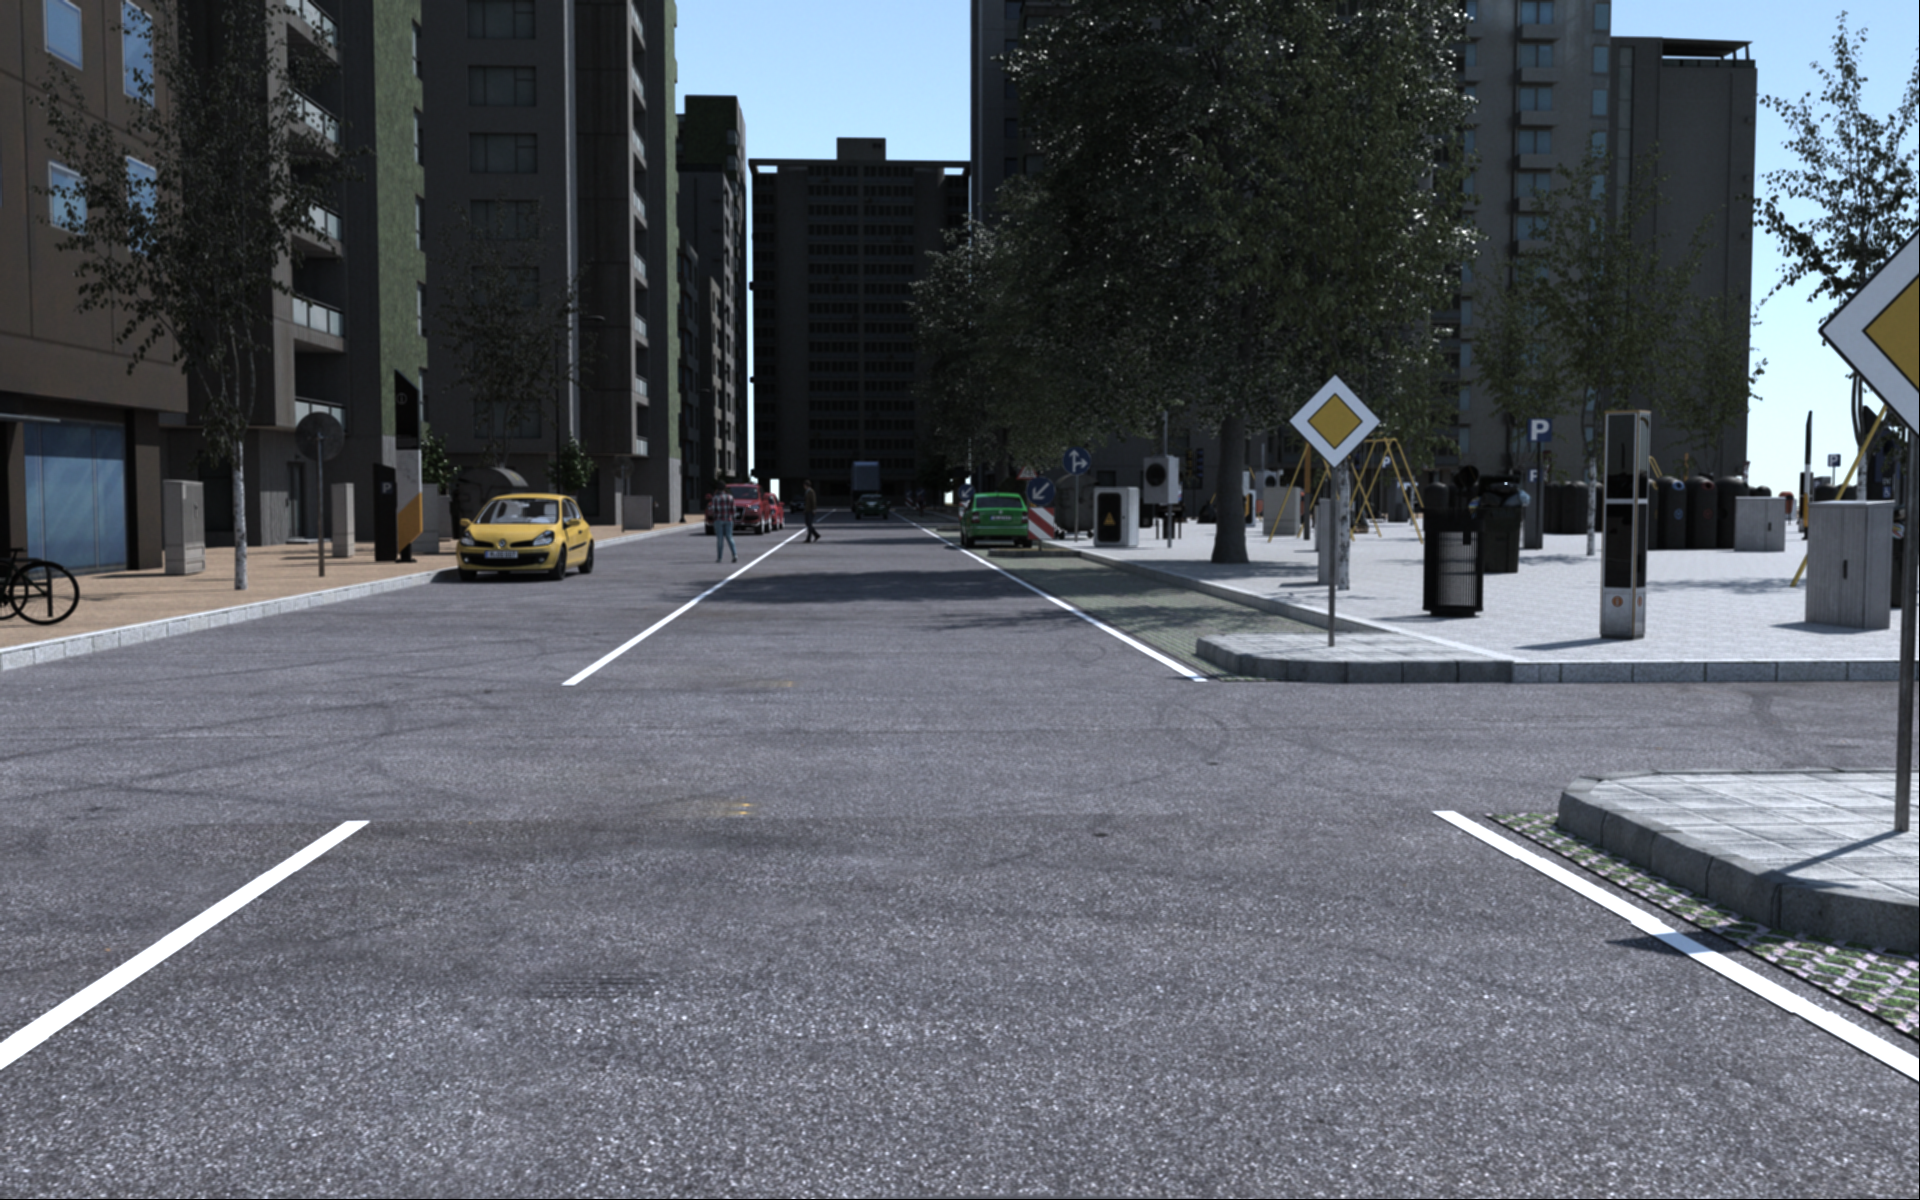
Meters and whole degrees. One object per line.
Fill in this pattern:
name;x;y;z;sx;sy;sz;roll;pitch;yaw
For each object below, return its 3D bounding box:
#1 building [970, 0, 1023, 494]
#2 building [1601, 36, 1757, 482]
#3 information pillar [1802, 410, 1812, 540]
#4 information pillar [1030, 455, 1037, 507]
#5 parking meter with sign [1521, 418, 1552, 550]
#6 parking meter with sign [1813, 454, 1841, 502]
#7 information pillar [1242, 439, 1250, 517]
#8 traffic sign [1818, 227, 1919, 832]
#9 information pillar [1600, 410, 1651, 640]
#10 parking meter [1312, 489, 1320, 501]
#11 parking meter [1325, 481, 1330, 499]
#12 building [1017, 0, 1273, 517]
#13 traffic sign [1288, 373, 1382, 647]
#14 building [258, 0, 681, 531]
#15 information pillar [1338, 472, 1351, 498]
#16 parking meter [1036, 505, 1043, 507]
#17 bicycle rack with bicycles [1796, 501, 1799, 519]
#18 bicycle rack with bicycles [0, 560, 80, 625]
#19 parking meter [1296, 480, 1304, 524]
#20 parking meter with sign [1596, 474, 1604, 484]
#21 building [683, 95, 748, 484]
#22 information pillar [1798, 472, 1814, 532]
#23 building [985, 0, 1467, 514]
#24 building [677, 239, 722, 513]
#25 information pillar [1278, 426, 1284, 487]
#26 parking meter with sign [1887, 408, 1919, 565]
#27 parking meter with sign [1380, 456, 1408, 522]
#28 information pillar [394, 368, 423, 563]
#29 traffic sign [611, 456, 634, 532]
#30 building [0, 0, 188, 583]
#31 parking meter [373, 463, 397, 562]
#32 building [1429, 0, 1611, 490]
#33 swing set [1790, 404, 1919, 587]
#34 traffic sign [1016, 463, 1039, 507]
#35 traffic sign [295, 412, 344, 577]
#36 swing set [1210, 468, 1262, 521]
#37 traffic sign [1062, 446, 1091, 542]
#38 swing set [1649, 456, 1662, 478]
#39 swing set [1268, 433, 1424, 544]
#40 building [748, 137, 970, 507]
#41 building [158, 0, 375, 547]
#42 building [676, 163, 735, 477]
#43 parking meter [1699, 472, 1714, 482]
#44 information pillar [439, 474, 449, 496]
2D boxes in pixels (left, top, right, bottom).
building;11.368;-37.082;148.281;21.231;58.520;28.212;0;4;-3
building;62.563;-29.084;159.116;14.086;41.232;14.154;0;4;-3
information pillar;23.682;-3.488;48.388;0.183;3.616;0.504;2;4;34
information pillar;2.739;-4.503;64.973;0.183;3.616;0.504;-1;4;-19
parking meter with sign;13.467;-2.713;40.625;0.543;3.016;1.738;1;4;12
parking meter with sign;37.433;-4.833;75.274;1.738;3.016;0.543;-2;4;-28
information pillar;10.210;-4.357;62.598;0.504;3.616;0.183;-1;4;-12
traffic sign;3.587;-0.177;6.538;0.795;2.450;0.064;0;4;-3
information pillar;5.890;-0.663;15.339;0.304;2.012;0.304;3;5;40
parking meter;17.881;-4.811;87.065;0.372;1.533;0.369;0;3;0
parking meter;16.869;-4.484;79.025;0.399;1.863;0.255;-2;4;-33
building;10.226;-20.305;103.685;14.160;30.474;14.107;0;4;-3
traffic sign;3.122;-0.665;14.510;0.795;2.450;0.064;0;4;-3
building;-19.602;-23.780;72.396;14.154;41.232;14.086;0;4;-3
information pillar;12.864;-3.277;58.064;0.304;2.012;0.304;-3;5;-42
parking meter;3.396;-4.046;74.570;0.372;1.533;0.369;0;3;0
bicycle rack with bicycles;43.889;-4.594;88.488;2.925;0.926;2.852;-1;4;-16
bicycle rack with bicycles;-10.130;-0.221;16.993;2.925;0.926;2.852;0;4;-4
parking meter;14.478;-4.148;73.524;0.399;1.863;0.255;-1;4;-14
parking meter with sign;24.251;-4.206;65.031;0.543;3.016;1.738;-2;4;-35
building;-29.553;-30.419;180.947;14.086;41.232;14.154;0;4;-3
information pillar;28.361;-3.276;58.059;0.304;2.012;0.304;0;4;-7
building;18.243;-26.377;123.142;32.217;40.220;23.993;0;4;-3
building;-33.150;-17.497;131.116;27.650;21.520;28.899;0;4;-3
information pillar;10.932;-4.143;59.099;0.183;3.616;0.504;0;4;-2
parking meter with sign;17.176;-2.139;31.241;0.543;3.016;1.738;3;5;40
parking meter with sign;19.858;-5.061;79.000;0.543;3.016;1.738;-1;4;-19
information pillar;-10.313;-2.508;32.366;0.504;3.616;0.183;1;4;13
traffic sign;-11.291;-3.540;57.977;0.768;2.556;0.104;0;4;0
building;-20.002;-22.724;21.656;14.600;45.320;14.200;0;4;-3
parking meter;-10.927;-1.667;32.966;0.399;1.863;0.255;-3;4;-36
building;40.391;-32.618;152.916;30.456;49.044;23.786;0;4;-3
swing set;12.770;-1.506;22.238;2.862;2.851;3.119;0;4;5
traffic sign;2.479;-3.876;63.384;0.884;2.594;0.081;0;4;2
traffic sign;-9.919;-1.635;26.838;0.768;2.556;0.104;0;4;2
swing set;12.827;-5.043;80.072;2.862;2.851;3.119;0;4;-2
traffic sign;3.122;-2.834;46.442;0.768;2.556;0.104;0;4;5
swing set;28.181;-4.488;71.001;2.862;2.851;3.119;2;4;25
swing set;10.139;-2.912;45.238;2.862;2.851;3.119;-2;4;-25
building;-10.900;-30.553;191.422;23.993;40.220;32.217;0;4;-3
building;-22.576;-22.029;43.770;14.154;41.232;14.086;0;4;-3
building;-27.239;-23.362;153.675;14.107;30.474;14.160;0;4;-3
parking meter;19.688;-2.445;45.694;0.399;1.863;0.255;2;4;29
information pillar;-18.496;-3.525;62.120;0.304;2.012;0.304;0;4;-4
